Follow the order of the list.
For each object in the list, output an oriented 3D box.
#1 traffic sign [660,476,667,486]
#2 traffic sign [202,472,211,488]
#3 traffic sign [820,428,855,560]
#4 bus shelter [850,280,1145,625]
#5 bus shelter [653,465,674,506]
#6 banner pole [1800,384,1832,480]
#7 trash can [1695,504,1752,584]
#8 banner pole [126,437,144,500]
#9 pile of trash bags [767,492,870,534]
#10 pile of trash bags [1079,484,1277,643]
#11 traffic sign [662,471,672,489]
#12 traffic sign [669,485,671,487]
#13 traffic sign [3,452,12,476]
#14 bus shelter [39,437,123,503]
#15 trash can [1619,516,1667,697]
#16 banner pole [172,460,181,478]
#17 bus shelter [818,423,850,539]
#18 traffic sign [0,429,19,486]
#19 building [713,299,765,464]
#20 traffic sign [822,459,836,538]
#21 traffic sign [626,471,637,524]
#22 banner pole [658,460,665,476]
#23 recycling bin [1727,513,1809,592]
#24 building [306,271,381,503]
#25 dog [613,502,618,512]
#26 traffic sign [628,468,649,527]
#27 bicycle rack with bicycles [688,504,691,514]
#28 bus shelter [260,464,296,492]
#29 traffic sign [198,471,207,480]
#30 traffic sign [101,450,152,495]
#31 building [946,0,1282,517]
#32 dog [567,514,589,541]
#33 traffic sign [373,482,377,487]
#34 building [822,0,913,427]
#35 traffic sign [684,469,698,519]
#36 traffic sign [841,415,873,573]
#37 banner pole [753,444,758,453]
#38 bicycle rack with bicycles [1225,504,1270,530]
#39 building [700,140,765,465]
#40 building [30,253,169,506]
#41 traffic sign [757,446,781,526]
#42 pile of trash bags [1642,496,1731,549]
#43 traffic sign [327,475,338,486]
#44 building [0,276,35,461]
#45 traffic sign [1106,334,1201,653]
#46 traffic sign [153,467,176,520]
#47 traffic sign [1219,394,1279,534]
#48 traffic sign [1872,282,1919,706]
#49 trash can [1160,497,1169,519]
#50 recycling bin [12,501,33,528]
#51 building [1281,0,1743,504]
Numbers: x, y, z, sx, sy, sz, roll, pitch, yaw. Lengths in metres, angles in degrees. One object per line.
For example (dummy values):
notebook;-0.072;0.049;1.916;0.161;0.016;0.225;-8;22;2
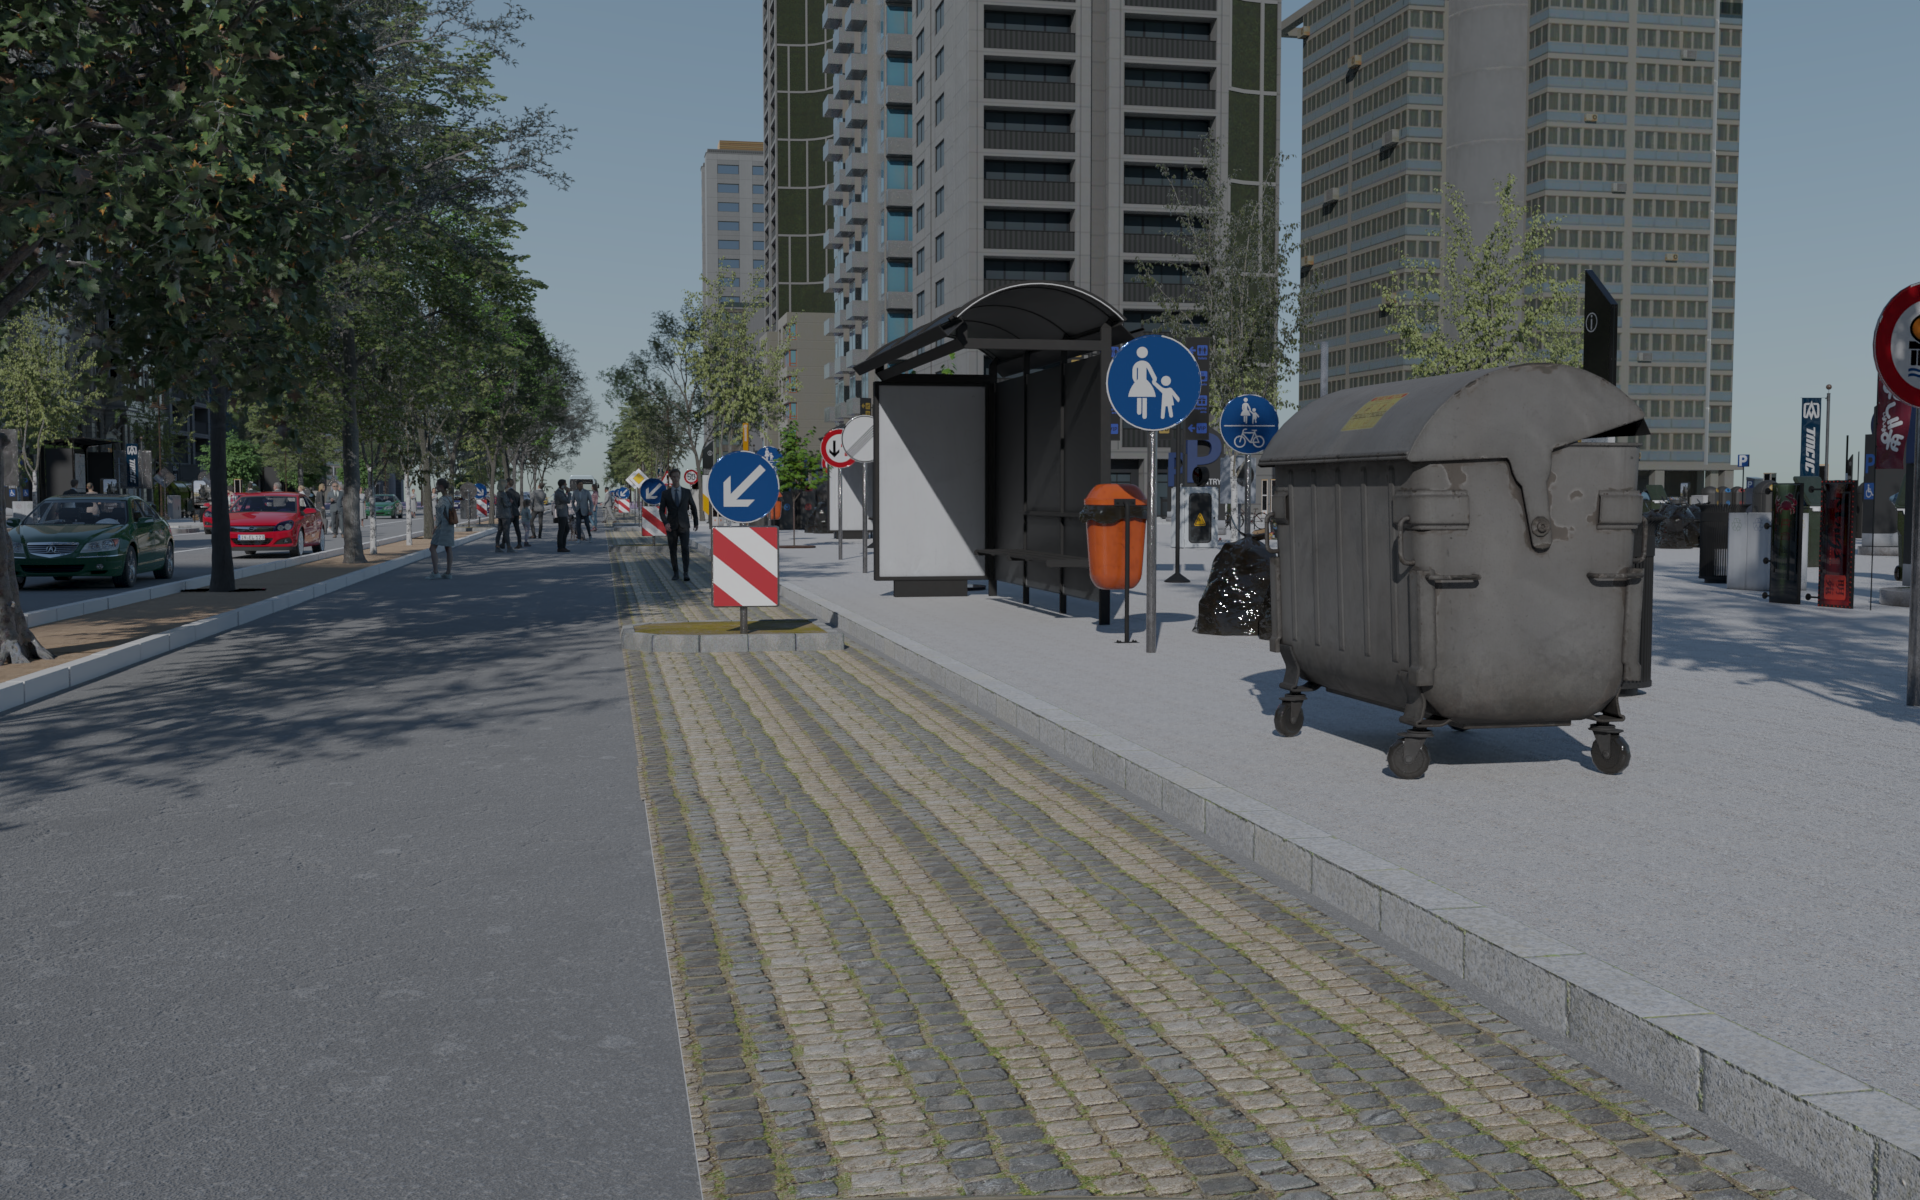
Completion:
traffic sign;-19.173;-6.773;110.737;0.884;2.594;0.081;0;4;-4
traffic sign;-31.038;-4.175;71.905;0.795;2.450;0.064;-1;4;-12
traffic sign;-2.332;-2.056;33.728;0.768;2.556;0.104;0;4;-6
bus shelter;0.216;-1.542;19.128;2.014;3.302;5.546;-1;4;-12
bus shelter;-24.282;-9.197;141.652;1.731;3.624;6.357;-1;4;-12
banner pole;19.557;-3.029;39.539;0.863;3.779;0.401;0;4;-3
trash can;11.002;-0.816;24.995;0.748;1.137;0.748;0;3;0
banner pole;-35.870;-5.227;75.476;0.863;3.779;0.401;-1;4;-15
pile of trash bags;-4.680;-2.873;56.732;3.447;1.369;1.912;0;4;-6
pile of trash bags;2.720;-0.354;15.533;3.447;1.369;1.912;-1;4;-16
traffic sign;-16.448;-5.956;97.378;0.884;2.594;0.081;0;4;-5
traffic sign;-20.834;-7.665;125.322;0.884;2.594;0.081;-1;4;-11
traffic sign;-28.745;-3.162;51.808;0.768;2.556;0.104;0;4;-4
bus shelter;-37.373;-5.045;73.773;1.731;3.624;6.357;-1;4;-12
trash can;4.128;0.032;11.127;0.748;1.137;0.748;0;3;0
banner pole;-58.050;-8.471;128.514;0.401;3.779;0.863;2;4;29
bus shelter;-2.479;-3.233;46.781;2.014;3.302;5.546;-1;4;-12
traffic sign;-30.609;-3.682;54.077;2.265;3.308;0.079;0;4;-8
building;-29.379;-29.911;260.743;14.160;30.474;14.107;-1;4;-12
traffic sign;-3.622;-3.060;50.137;0.768;2.556;0.104;-1;4;-10
traffic sign;-14.149;-4.388;75.380;0.795;2.450;0.064;-1;4;-12
banner pole;-21.966;-8.369;126.856;0.401;3.779;0.863;-1;4;-18
recycling bin;10.813;-0.651;23.194;0.722;1.027;0.722;-1;4;-21
building;-100.102;-33.875;245.731;32.217;40.220;23.993;-1;4;-12
dog;-27.913;-7.565;140.523;0.513;0.831;0.800;-2;4;-23
traffic sign;-12.524;-3.909;67.561;0.795;2.450;0.064;-1;4;-12
bicycle rack with bicycles;-16.563;-6.056;112.389;2.852;0.926;2.925;-3;4;-36
bus shelter;-47.962;-8.018;122.379;1.731;3.624;6.357;-1;4;-12
traffic sign;-41.979;-5.886;96.341;0.768;2.556;0.104;-1;4;-9
traffic sign;-38.654;-5.290;80.360;2.265;3.308;0.079;0;4;-3
building;8.957;-40.686;103.471;20.611;71.187;20.563;-1;4;-12
dog;-11.684;-2.228;53.260;0.800;0.831;0.513;0;4;0
traffic sign;-48.174;-8.675;141.945;0.768;2.556;0.104;-1;4;-8
building;1.510;-31.434;133.553;23.786;49.044;30.456;-1;4;-12
traffic sign;-13.855;-5.458;89.339;0.768;2.556;0.104;-1;4;-9
traffic sign;-1.540;-1.708;28.031;0.768;2.556;0.104;0;4;-6
banner pole;-10.168;-5.948;87.265;0.863;3.779;0.401;-3;4;-36
bicycle rack with bicycles;9.372;-3.015;62.681;2.925;0.926;2.852;3;5;39
building;-33.339;-46.093;295.619;21.231;58.520;28.212;-1;4;-12
building;-65.359;-18.454;120.803;14.460;24.649;34.723;-1;4;-12
traffic sign;-5.073;-2.809;46.040;0.768;2.556;0.104;0;4;-5
pile of trash bags;16.558;-1.923;41.193;3.447;1.369;1.912;0;4;1
traffic sign;-42.877;-7.248;118.513;0.884;2.594;0.081;0;4;-3
building;-59.271;-15.283;91.673;13.314;21.916;24.055;-1;4;-12
traffic sign;1.546;-0.846;13.938;0.768;2.556;0.104;0;4;-3
traffic sign;-29.413;-3.697;64.086;0.795;2.450;0.064;-1;4;-12
traffic sign;3.680;-1.348;22.144;0.768;2.556;0.104;0;4;-3
traffic sign;5.786;-0.631;10.429;0.768;2.556;0.104;-1;4;-10
trash can;10.556;-4.706;88.592;0.748;1.137;0.748;0;3;0
recycling bin;-32.371;-2.899;59.949;0.722;1.027;0.722;-2;4;-30
building;37.559;-25.922;115.700;23.993;40.220;32.217;-1;4;-12
